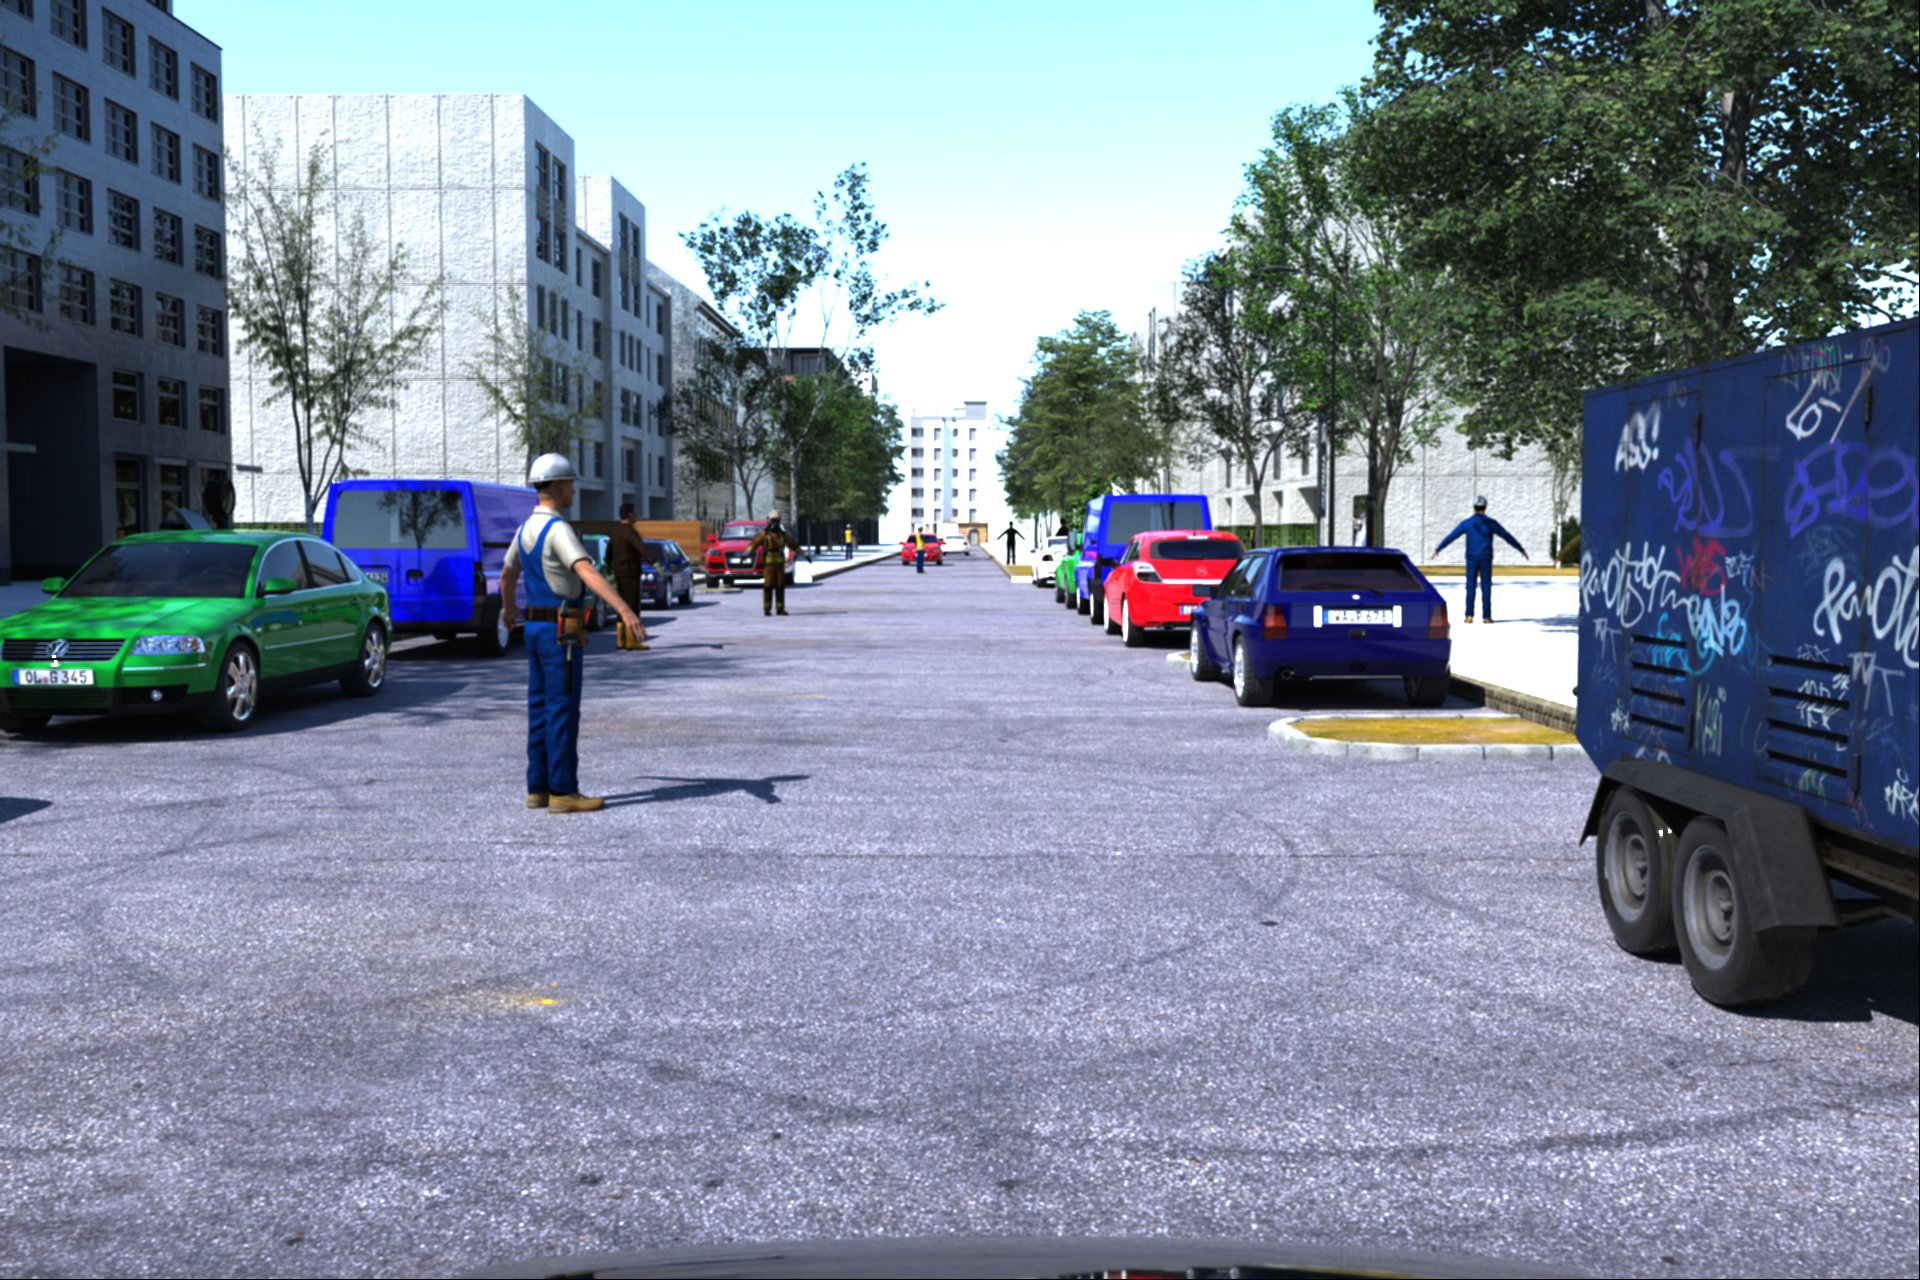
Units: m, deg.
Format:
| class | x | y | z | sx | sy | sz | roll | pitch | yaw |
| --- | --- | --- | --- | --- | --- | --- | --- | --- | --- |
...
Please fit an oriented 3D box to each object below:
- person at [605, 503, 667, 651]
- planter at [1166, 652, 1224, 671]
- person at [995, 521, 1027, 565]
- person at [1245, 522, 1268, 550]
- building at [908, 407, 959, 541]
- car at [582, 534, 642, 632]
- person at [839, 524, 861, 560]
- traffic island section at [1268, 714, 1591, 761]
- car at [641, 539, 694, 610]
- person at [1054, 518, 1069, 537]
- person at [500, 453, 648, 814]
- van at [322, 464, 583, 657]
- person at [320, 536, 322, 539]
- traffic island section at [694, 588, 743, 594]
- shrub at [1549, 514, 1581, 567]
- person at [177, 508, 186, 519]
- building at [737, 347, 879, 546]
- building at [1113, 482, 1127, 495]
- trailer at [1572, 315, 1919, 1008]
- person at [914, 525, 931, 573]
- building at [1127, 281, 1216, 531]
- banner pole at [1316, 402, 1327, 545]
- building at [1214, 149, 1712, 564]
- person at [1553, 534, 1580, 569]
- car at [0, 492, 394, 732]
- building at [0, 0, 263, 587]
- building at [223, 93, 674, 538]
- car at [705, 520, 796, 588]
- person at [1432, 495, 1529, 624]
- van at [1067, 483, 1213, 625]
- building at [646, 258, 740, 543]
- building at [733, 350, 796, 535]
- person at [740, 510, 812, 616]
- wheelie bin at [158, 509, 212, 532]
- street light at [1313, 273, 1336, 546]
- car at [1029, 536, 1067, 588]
| class | x | y | z | sx | sy | sz | roll | pitch | yaw |
| --- | --- | --- | --- | --- | --- | --- | --- | --- | --- |
| person | -4.072 | -0.783 | 21.400 | 0.704 | 1.812 | 1.346 | -3 | 5 | -41 |
| planter | 3.296 | 0.131 | 18.996 | 1.991 | 0.319 | 1.994 | 0 | 4 | 1 |
| person | 2.141 | -4.084 | 72.715 | 1.347 | 1.837 | 0.705 | 0 | 4 | -6 |
| person | 14.311 | -4.785 | 84.009 | 0.705 | 1.856 | 1.354 | -3 | 5 | -43 |
| building | -7.100 | -23.906 | 249.743 | 11.380 | 20.090 | 16.016 | 0 | 4 | 7 |
| car | -6.182 | -0.928 | 26.970 | 2.131 | 1.459 | 4.920 | 0 | 4 | 0 |
| person | -5.539 | -4.929 | 87.046 | 1.216 | 1.772 | 0.721 | 1 | 4 | 23 |
| traffic island section | 3.186 | 0.668 | 11.949 | 1.991 | 0.108 | 1.994 | 0 | 4 | -1 |
| car | -6.337 | -1.310 | 33.992 | 1.945 | 1.354 | 3.894 | 0 | 4 | 1 |
| person | 3.326 | -3.084 | 56.611 | 0.705 | 1.806 | 1.347 | 3 | 4 | 37 |
| person | -2.085 | -0.042 | 9.008 | 0.705 | 1.847 | 1.347 | -3 | 5 | -43 |
| van | -6.230 | -1.066 | 21.815 | 2.240 | 2.365 | 5.245 | 0 | 4 | 1 |
| person | -19.245 | -2.848 | 52.837 | 0.705 | 1.796 | 1.348 | 1 | 4 | 10 |
| traffic island section | -6.339 | -1.181 | 42.177 | 1.991 | 0.108 | 1.994 | 0 | 3 | 0 |
| shrub | 23.673 | -3.862 | 67.188 | 1.661 | 2.075 | 1.752 | 0 | 3 | 0 |
| person | -14.109 | -1.514 | 31.355 | 0.434 | 1.755 | 0.990 | 3 | 4 | 38 |
| building | -24.584 | -22.136 | 205.893 | 27.936 | 21.610 | 32.646 | 0 | 4 | 1 |
| building | 21.223 | -17.169 | 222.856 | 9.099 | 9.664 | 28.070 | 0 | 4 | 0 |
| trailer | 2.975 | 0.048 | 6.262 | 1.471 | 1.999 | 3.904 | 0 | 4 | 0 |
| person | -1.364 | -3.312 | 63.079 | 0.721 | 1.772 | 1.216 | -2 | 4 | -28 |
| building | 22.258 | -16.094 | 129.586 | 16.747 | 18.905 | 31.486 | 0 | 4 | 1 |
| banner pole | 6.821 | -2.610 | 32.689 | 0.401 | 3.779 | 0.863 | 0 | 4 | 0 |
| building | 23.643 | -13.564 | 88.225 | 16.747 | 18.905 | 31.486 | 0 | 4 | 0 |
| person | 6.757 | -0.679 | 17.881 | 1.217 | 1.736 | 0.721 | 1 | 4 | 23 |
| car | -6.061 | -0.314 | 13.930 | 1.959 | 1.807 | 4.718 | 0 | 4 | 1 |
| building | -28.329 | -13.822 | 44.406 | 11.959 | 24.771 | 22.079 | 0 | 4 | 0 |
| building | -25.482 | -13.407 | 85.667 | 16.747 | 18.905 | 31.486 | 0 | 4 | 1 |
| car | -5.681 | -2.367 | 47.371 | 2.281 | 1.827 | 5.304 | 0 | 3 | 0 |
| person | 7.468 | -1.164 | 24.905 | 1.347 | 1.842 | 0.705 | 1 | 4 | 21 |
| van | 3.011 | -1.506 | 29.015 | 2.240 | 2.365 | 5.245 | 0 | 4 | 0 |
| building | -26.184 | -17.712 | 120.523 | 19.493 | 23.208 | 18.063 | 0 | 3 | 0 |
| building | -27.424 | -21.336 | 179.765 | 19.493 | 23.208 | 18.063 | 0 | 4 | 1 |
| person | -3.260 | -1.361 | 30.473 | 1.354 | 1.858 | 0.705 | -2 | 4 | -29 |
| wheelie bin | -9.834 | -0.866 | 22.072 | 0.693 | 1.594 | 0.980 | 0 | 3 | 0 |
| street light | 7.032 | -3.524 | 30.151 | 1.470 | 5.913 | 1.316 | 0 | 4 | 0 |
| car | 2.966 | -2.155 | 47.594 | 2.083 | 1.381 | 4.827 | 0 | 3 | 0 |
